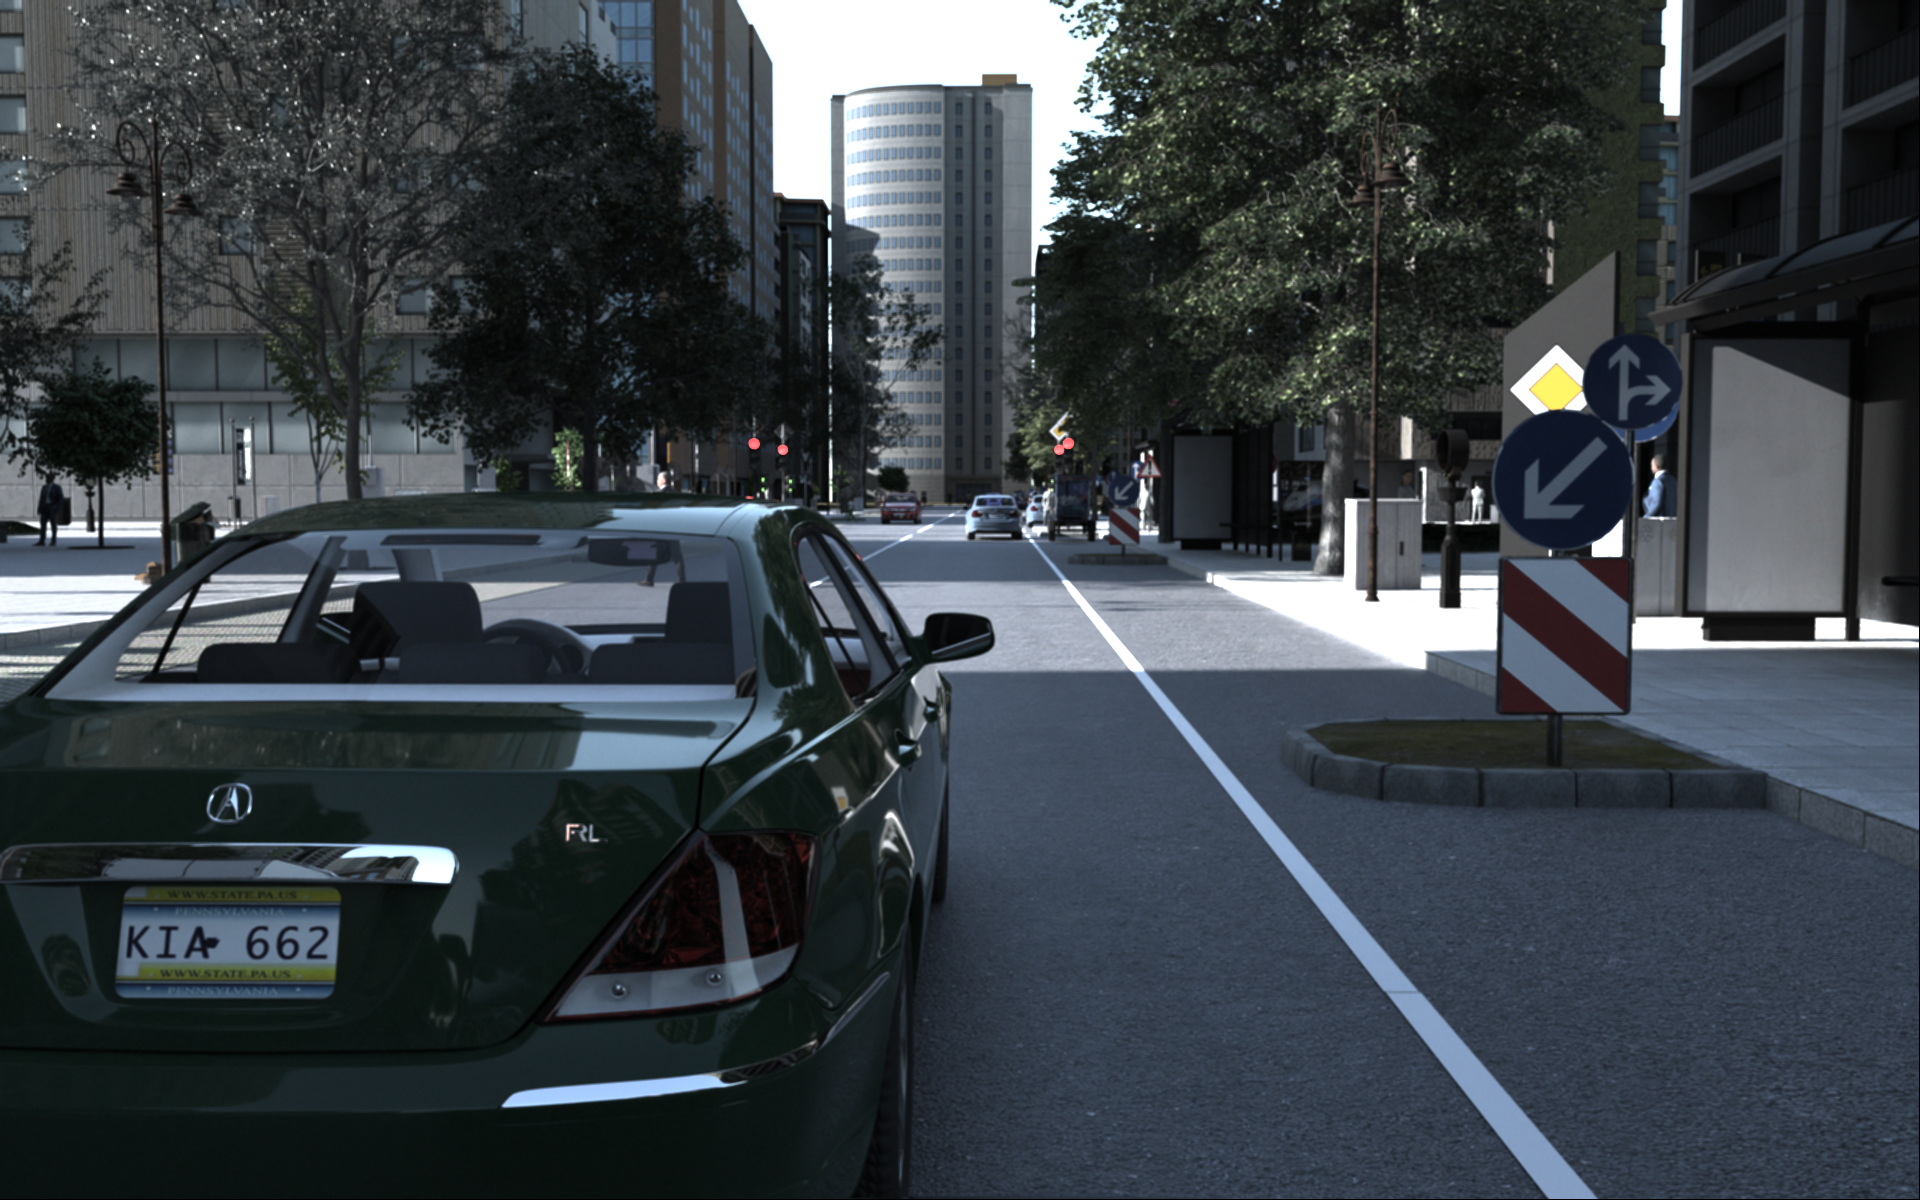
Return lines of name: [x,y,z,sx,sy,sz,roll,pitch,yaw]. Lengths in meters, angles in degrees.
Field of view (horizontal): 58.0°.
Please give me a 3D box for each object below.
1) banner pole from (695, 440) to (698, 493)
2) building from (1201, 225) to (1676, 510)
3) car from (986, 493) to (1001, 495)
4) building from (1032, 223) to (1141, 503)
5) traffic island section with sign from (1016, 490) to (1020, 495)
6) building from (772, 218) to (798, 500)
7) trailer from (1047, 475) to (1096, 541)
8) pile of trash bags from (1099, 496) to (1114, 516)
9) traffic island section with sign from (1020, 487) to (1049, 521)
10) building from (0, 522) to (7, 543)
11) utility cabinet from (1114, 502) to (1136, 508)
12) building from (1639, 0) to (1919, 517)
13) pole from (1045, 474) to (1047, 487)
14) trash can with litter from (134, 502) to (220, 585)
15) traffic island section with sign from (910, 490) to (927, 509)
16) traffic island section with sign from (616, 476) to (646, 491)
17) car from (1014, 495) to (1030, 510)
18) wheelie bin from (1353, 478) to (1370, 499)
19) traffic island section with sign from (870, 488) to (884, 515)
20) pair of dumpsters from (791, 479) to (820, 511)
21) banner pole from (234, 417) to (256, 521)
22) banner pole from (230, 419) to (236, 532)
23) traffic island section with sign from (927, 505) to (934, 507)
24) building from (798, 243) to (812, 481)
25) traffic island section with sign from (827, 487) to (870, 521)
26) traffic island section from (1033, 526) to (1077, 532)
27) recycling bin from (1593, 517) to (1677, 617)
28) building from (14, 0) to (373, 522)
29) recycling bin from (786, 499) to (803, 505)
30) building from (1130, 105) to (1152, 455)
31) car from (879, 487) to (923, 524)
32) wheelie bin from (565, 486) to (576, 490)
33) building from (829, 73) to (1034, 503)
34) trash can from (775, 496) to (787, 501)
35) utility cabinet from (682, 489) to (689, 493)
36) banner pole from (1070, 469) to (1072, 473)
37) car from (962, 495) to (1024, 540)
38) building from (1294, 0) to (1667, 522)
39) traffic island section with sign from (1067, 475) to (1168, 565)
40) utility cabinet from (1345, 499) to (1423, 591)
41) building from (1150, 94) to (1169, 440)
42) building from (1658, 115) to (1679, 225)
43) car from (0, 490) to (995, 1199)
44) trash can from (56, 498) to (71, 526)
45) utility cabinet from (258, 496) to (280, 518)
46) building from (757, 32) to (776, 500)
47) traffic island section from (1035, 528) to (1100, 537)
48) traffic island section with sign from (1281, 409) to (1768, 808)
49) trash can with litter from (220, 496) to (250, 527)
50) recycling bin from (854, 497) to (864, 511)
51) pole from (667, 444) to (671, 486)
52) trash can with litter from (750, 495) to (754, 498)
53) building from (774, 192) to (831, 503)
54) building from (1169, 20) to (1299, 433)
banner pole: [-11.205,-5.117,73.685,0.401,3.779,0.863,-1,4,-17]
building: [32.885,-17.205,126.338,27.650,21.520,28.899,0,4,1]
car: [2.640,-7.812,137.314,1.945,1.707,3.694,0,4,0]
building: [22.535,-34.223,251.427,23.993,40.220,32.217,0,4,1]
traffic island section with sign: [4.825,-6.708,118.303,1.989,1.847,2.006,0,4,1]
building: [-24.852,-24.861,178.178,14.160,30.474,14.107,0,4,1]
trailer: [3.451,-2.856,53.743,1.471,1.999,3.904,0,4,3]
pile of trash bags: [9.154,-5.552,100.522,1.912,1.369,3.447,0,4,-1]
traffic island section with sign: [4.310,-5.057,91.316,1.989,1.847,2.006,0,4,1]
building: [-37.261,-30.180,35.442,28.212,58.520,21.231,0,4,1]
utility cabinet: [8.069,-4.654,84.776,1.173,1.500,0.318,-2,4,-33]
building: [26.487,-36.382,33.100,20.563,71.187,20.611,0,4,1]
pole: [6.580,-8.484,132.556,0.158,3.312,0.155,0,3,0]
trash can with litter: [-11.201,-0.819,24.784,1.055,1.170,0.624,-3,5,-45]
traffic island section with sign: [-4.522,-9.806,168.948,1.989,1.847,2.006,0,4,1]
traffic island section with sign: [-7.065,-1.731,36.929,1.989,1.847,2.006,0,4,1]
car: [4.873,-7.496,135.135,1.945,1.354,3.894,0,4,2]
wheelie bin: [7.687,-1.587,33.853,0.693,1.594,0.980,2,4,27]
traffic island section with sign: [-5.486,-6.744,118.885,1.989,1.847,2.006,0,4,1]
pair of dumpsters: [-9.574,-6.373,106.699,1.574,2.255,4.437,0,4,1]
banner pole: [-23.112,-4.061,56.417,0.863,3.779,0.401,3,5,42]
banner pole: [-24.213,-4.164,58.098,0.401,3.779,0.863,1,4,12]
traffic island section with sign: [-4.000,-11.484,196.387,1.989,1.847,2.006,0,4,1]
building: [-24.555,-26.242,200.757,14.107,30.474,14.160,0,4,1]
traffic island section with sign: [-6.002,-5.092,91.890,1.989,1.847,2.006,0,4,1]
traffic island section: [3.828,-2.718,66.722,2.009,0.180,2.903,0,4,1]
recycling bin: [7.219,-0.357,18.392,0.722,1.027,0.722,-1,4,-12]
building: [-33.555,-30.642,90.231,28.713,52.752,27.495,0,4,1]
recycling bin: [-9.290,-5.175,97.167,0.722,1.027,0.722,2,4,30]
building: [30.315,-32.808,191.041,22.147,44.769,28.867,0,4,1]
car: [-2.819,-4.568,83.729,2.155,1.783,4.494,0,4,1]
wheelie bin: [-14.976,-3.593,66.662,0.693,1.594,0.980,-3,5,-40]
building: [-3.958,-43.073,246.234,28.212,58.520,21.231,0,4,1]
trash can: [-11.242,-5.951,108.955,0.748,1.137,0.748,0,3,0]
utility cabinet: [-12.402,-4.261,78.343,0.318,1.500,1.173,0,4,-8]
banner pole: [6.547,-7.108,106.233,0.863,3.779,0.401,3,4,38]
car: [1.083,-2.664,55.557,2.014,1.417,4.499,0,4,-1]
building: [24.412,-19.092,83.852,14.107,30.474,14.160,0,4,1]
traffic island section with sign: [3.242,-1.675,36.012,1.989,1.847,2.006,0,4,1]
utility cabinet: [5.683,-0.737,23.218,1.020,1.237,0.306,-1,4,-18]
building: [26.140,-31.708,168.542,14.600,45.320,14.200,0,4,1]
building: [66.260,-33.027,194.614,28.867,44.769,22.147,0,4,1]
car: [-0.971,0.432,4.729,2.131,1.459,4.920,0,4,1]
trash can: [-36.553,-3.600,70.515,0.748,1.137,0.748,0,3,0]
utility cabinet: [-23.557,-2.932,59.097,0.306,1.237,1.020,0,4,2]
building: [-25.282,-31.398,163.466,14.600,45.320,14.200,0,4,1]
traffic island section: [3.675,-2.230,58.738,2.009,0.180,2.903,0,4,1]
traffic island section with sign: [2.721,-0.014,8.862,1.989,1.847,2.006,0,4,1]
trash can with litter: [-28.579,-3.457,67.577,2.233,1.210,1.678,1,4,14]
recycling bin: [-7.550,-7.119,128.946,0.722,1.027,0.722,0,4,-5]
pole: [-11.536,-4.567,68.512,0.158,3.312,0.155,0,3,0]
trash can with litter: [-10.332,-4.744,88.615,2.233,1.210,1.678,0,4,-2]
building: [-33.109,-36.276,247.730,28.867,44.769,22.147,0,4,1]
building: [25.377,-28.753,153.701,14.154,41.232,14.086,0,4,1]
